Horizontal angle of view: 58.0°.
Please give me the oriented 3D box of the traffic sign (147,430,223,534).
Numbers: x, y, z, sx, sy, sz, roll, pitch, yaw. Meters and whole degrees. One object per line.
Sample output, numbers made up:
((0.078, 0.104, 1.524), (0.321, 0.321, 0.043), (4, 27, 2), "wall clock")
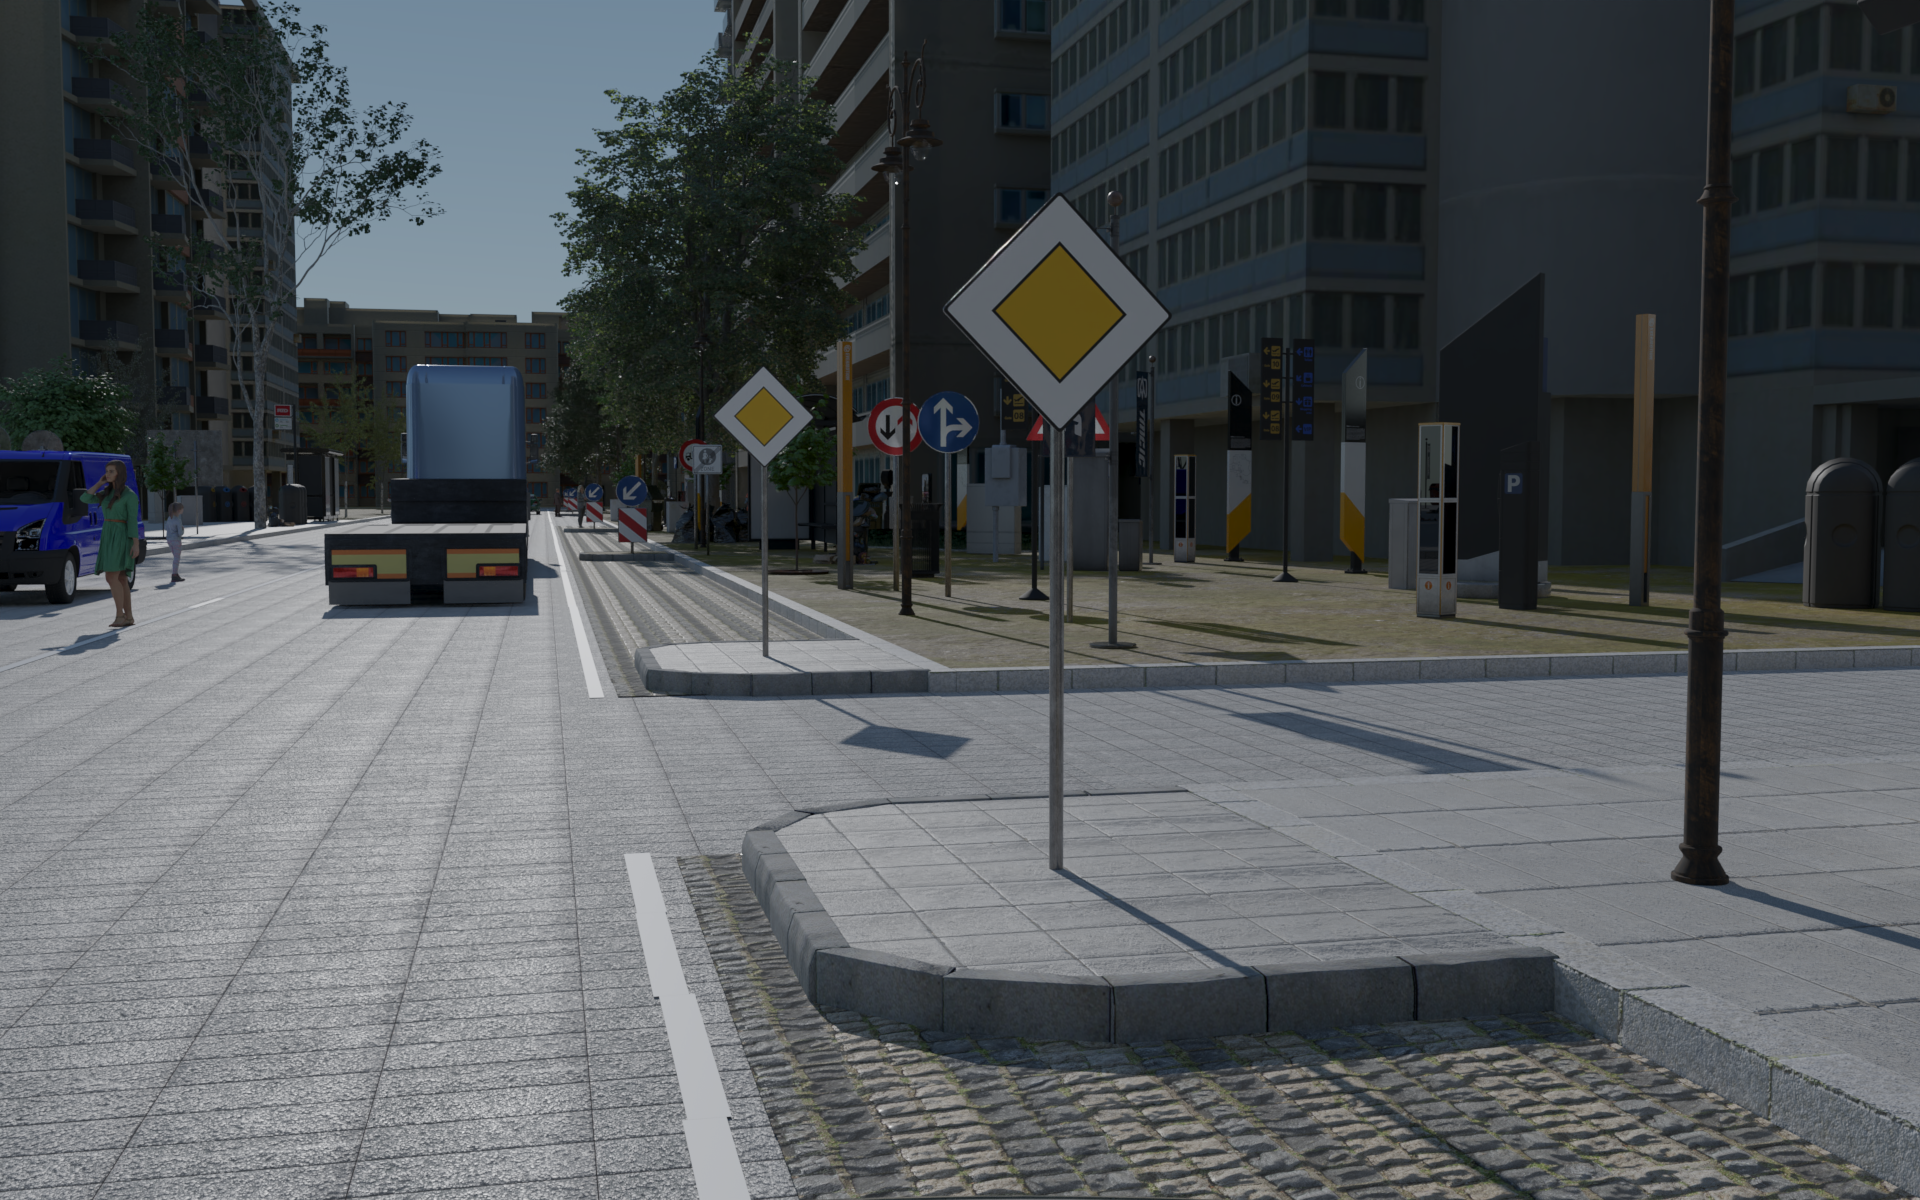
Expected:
((-24.632, -3.744, 55.083), (2.265, 3.308, 0.079), (0, 4, -7), "traffic sign")

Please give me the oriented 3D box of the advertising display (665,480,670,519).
((-13.399, -4.536, 79.381), (0.123, 1.923, 0.974), (0, 4, -1), "advertising display")

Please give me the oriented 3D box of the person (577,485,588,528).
((-15.497, -3.825, 71.229), (0.526, 1.800, 0.537), (3, 5, 45), "person")

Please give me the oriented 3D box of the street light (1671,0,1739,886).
((2.459, -2.006, 5.578), (0.468, 5.910, 1.993), (-1, 4, -13), "street light")

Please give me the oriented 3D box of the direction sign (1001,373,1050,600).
((0.905, -1.771, 20.957), (0.876, 3.537, 0.379), (2, 4, 25), "direction sign")

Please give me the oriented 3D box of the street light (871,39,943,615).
((-0.566, -2.779, 18.225), (0.468, 5.910, 1.993), (-1, 4, -13), "street light")

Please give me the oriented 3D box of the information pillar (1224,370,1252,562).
((5.297, -2.542, 32.917), (0.504, 3.616, 0.183), (-1, 4, -18), "information pillar")

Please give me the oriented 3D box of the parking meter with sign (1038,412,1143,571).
((2.185, -2.001, 28.978), (1.738, 3.016, 0.543), (1, 4, 15), "parking meter with sign")

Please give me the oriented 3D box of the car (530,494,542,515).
((-30.420, -6.716, 121.599), (2.131, 1.459, 4.920), (-1, 4, -12), "car")

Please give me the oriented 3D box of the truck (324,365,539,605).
((-8.949, -2.505, 30.708), (2.967, 4.110, 18.799), (-1, 4, -14), "truck")

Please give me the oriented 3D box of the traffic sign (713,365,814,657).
((-1.541, -0.611, 13.633), (0.795, 2.450, 0.064), (-1, 4, -13), "traffic sign")

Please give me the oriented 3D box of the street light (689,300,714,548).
((-6.147, -4.190, 41.289), (0.468, 5.910, 1.993), (-1, 4, -13), "street light")

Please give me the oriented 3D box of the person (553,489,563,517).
((-25.100, -6.066, 108.237), (0.434, 1.755, 0.990), (-3, 5, -41), "person")

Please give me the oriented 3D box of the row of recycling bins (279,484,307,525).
((-28.231, -4.054, 73.388), (1.069, 1.692, 3.534), (-1, 4, -16), "row of recycling bins")

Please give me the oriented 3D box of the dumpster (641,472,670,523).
((-13.567, -4.509, 76.210), (1.502, 2.255, 1.985), (-1, 4, -14), "dumpster")

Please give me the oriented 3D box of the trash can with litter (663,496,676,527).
((-11.688, -3.459, 67.616), (1.678, 1.210, 2.233), (3, 5, 45), "trash can with litter")

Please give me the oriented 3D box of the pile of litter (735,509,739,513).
((-7.040, -2.432, 53.723), (1.176, 0.858, 1.719), (-1, 4, -16), "pile of litter")

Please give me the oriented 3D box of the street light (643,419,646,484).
((-11.680, -5.582, 64.058), (0.468, 5.910, 1.993), (-1, 4, -13), "street light")

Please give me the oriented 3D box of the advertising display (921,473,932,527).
((-1.018, -2.925, 53.044), (0.123, 1.923, 0.974), (-1, 4, -14), "advertising display")

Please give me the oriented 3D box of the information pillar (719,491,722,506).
((-12.260, -5.881, 87.506), (0.504, 3.616, 0.183), (2, 4, 27), "information pillar")

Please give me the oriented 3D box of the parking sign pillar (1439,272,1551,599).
((6.693, -2.034, 21.725), (1.447, 3.967, 1.447), (3, 5, 41), "parking sign pillar")

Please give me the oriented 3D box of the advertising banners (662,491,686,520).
((-13.659, -5.440, 85.137), (2.074, 3.025, 0.090), (-1, 4, -10), "advertising banners")

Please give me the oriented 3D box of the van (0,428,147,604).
((-12.917, -1.204, 24.063), (2.240, 2.365, 5.245), (-1, 4, -13), "van")

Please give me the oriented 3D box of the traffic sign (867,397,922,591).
((-0.844, -1.394, 22.896), (0.768, 2.556, 0.104), (0, 4, -8), "traffic sign")

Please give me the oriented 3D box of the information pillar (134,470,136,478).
((-24.841, -2.895, 51.826), (0.304, 2.012, 0.304), (-1, 4, -10), "information pillar")

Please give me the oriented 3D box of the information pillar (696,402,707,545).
((-6.567, -3.211, 43.859), (0.183, 3.616, 0.504), (1, 4, 9), "information pillar")

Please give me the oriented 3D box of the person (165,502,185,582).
((-12.816, -0.951, 28.329), (0.425, 1.301, 0.394), (1, 4, 19), "person")

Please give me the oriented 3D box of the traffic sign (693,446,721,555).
((-5.256, -2.076, 36.080), (0.606, 2.300, 0.079), (-1, 4, -9), "traffic sign")

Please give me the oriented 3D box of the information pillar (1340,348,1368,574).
((6.329, -2.231, 27.826), (0.504, 3.616, 0.183), (-2, 4, -33), "information pillar")

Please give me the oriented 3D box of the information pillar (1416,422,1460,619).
((4.952, -0.823, 17.951), (0.304, 2.012, 0.304), (-3, 5, -40), "information pillar")

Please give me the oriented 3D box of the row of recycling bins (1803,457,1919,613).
((10.959, -0.707, 18.677), (1.069, 1.692, 3.534), (-3, 5, -44), "row of recycling bins")

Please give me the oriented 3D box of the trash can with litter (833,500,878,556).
((-2.077, -1.376, 33.887), (0.624, 1.170, 1.055), (1, 4, 20), "trash can with litter")

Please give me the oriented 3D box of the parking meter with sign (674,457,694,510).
((-12.560, -5.223, 81.660), (1.738, 3.016, 0.543), (-1, 4, -22), "parking meter with sign")

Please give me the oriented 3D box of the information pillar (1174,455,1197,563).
((4.215, -1.710, 32.444), (0.304, 2.012, 0.304), (3, 4, 38), "information pillar")

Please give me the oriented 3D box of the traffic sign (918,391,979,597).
((-0.148, -1.311, 21.544), (0.768, 2.556, 0.104), (0, 4, -6), "traffic sign")

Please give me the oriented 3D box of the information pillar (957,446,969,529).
((0.083, -3.478, 48.223), (0.183, 3.616, 0.504), (-2, 4, -35), "information pillar")

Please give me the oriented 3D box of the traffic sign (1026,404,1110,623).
((1.096, -1.055, 17.247), (0.884, 2.594, 0.081), (0, 4, -5), "traffic sign")

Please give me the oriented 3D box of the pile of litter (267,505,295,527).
((-26.733, -3.307, 68.031), (1.176, 0.858, 1.719), (-1, 4, -20), "pile of litter")

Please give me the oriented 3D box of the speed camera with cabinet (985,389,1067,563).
((1.521, -2.337, 32.548), (2.038, 3.252, 0.660), (1, 4, 19), "speed camera with cabinet")

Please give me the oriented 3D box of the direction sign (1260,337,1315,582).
((4.761, -2.034, 25.250), (0.876, 3.537, 0.379), (-1, 4, -20), "direction sign")

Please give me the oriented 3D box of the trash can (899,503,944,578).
((-0.618, -0.920, 26.693), (0.748, 1.137, 0.748), (0, 3, 0), "trash can")

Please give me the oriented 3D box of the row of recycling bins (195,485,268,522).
((-33.664, -4.455, 79.952), (1.069, 1.692, 3.534), (2, 4, 32), "row of recycling bins")

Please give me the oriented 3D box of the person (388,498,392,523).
((-25.190, -4.185, 77.119), (0.583, 1.804, 0.606), (1, 4, 14), "person")

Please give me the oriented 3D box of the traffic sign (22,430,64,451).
((-18.284, -2.107, 34.553), (0.768, 2.556, 0.104), (-1, 4, -12), "traffic sign")

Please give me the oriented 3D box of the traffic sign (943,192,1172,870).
((0.326, -0.136, 5.868), (0.795, 2.450, 0.064), (-1, 4, -13), "traffic sign")

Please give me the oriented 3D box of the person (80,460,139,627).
((-9.014, -0.601, 18.572), (0.600, 1.795, 0.529), (1, 4, 10), "person")

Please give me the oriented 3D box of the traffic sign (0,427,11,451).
((-17.357, -1.886, 30.945), (0.768, 2.556, 0.104), (-1, 4, -11), "traffic sign")

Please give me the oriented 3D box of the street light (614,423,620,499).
((-17.146, -6.972, 86.780), (0.468, 5.910, 1.993), (-1, 4, -13), "street light")

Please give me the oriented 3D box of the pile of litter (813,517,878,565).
((-2.123, -1.097, 31.898), (1.176, 0.858, 1.719), (-1, 4, -13), "pile of litter")

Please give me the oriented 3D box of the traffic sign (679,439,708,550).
((-6.100, -2.439, 39.990), (0.768, 2.556, 0.104), (0, 4, -8), "traffic sign")
